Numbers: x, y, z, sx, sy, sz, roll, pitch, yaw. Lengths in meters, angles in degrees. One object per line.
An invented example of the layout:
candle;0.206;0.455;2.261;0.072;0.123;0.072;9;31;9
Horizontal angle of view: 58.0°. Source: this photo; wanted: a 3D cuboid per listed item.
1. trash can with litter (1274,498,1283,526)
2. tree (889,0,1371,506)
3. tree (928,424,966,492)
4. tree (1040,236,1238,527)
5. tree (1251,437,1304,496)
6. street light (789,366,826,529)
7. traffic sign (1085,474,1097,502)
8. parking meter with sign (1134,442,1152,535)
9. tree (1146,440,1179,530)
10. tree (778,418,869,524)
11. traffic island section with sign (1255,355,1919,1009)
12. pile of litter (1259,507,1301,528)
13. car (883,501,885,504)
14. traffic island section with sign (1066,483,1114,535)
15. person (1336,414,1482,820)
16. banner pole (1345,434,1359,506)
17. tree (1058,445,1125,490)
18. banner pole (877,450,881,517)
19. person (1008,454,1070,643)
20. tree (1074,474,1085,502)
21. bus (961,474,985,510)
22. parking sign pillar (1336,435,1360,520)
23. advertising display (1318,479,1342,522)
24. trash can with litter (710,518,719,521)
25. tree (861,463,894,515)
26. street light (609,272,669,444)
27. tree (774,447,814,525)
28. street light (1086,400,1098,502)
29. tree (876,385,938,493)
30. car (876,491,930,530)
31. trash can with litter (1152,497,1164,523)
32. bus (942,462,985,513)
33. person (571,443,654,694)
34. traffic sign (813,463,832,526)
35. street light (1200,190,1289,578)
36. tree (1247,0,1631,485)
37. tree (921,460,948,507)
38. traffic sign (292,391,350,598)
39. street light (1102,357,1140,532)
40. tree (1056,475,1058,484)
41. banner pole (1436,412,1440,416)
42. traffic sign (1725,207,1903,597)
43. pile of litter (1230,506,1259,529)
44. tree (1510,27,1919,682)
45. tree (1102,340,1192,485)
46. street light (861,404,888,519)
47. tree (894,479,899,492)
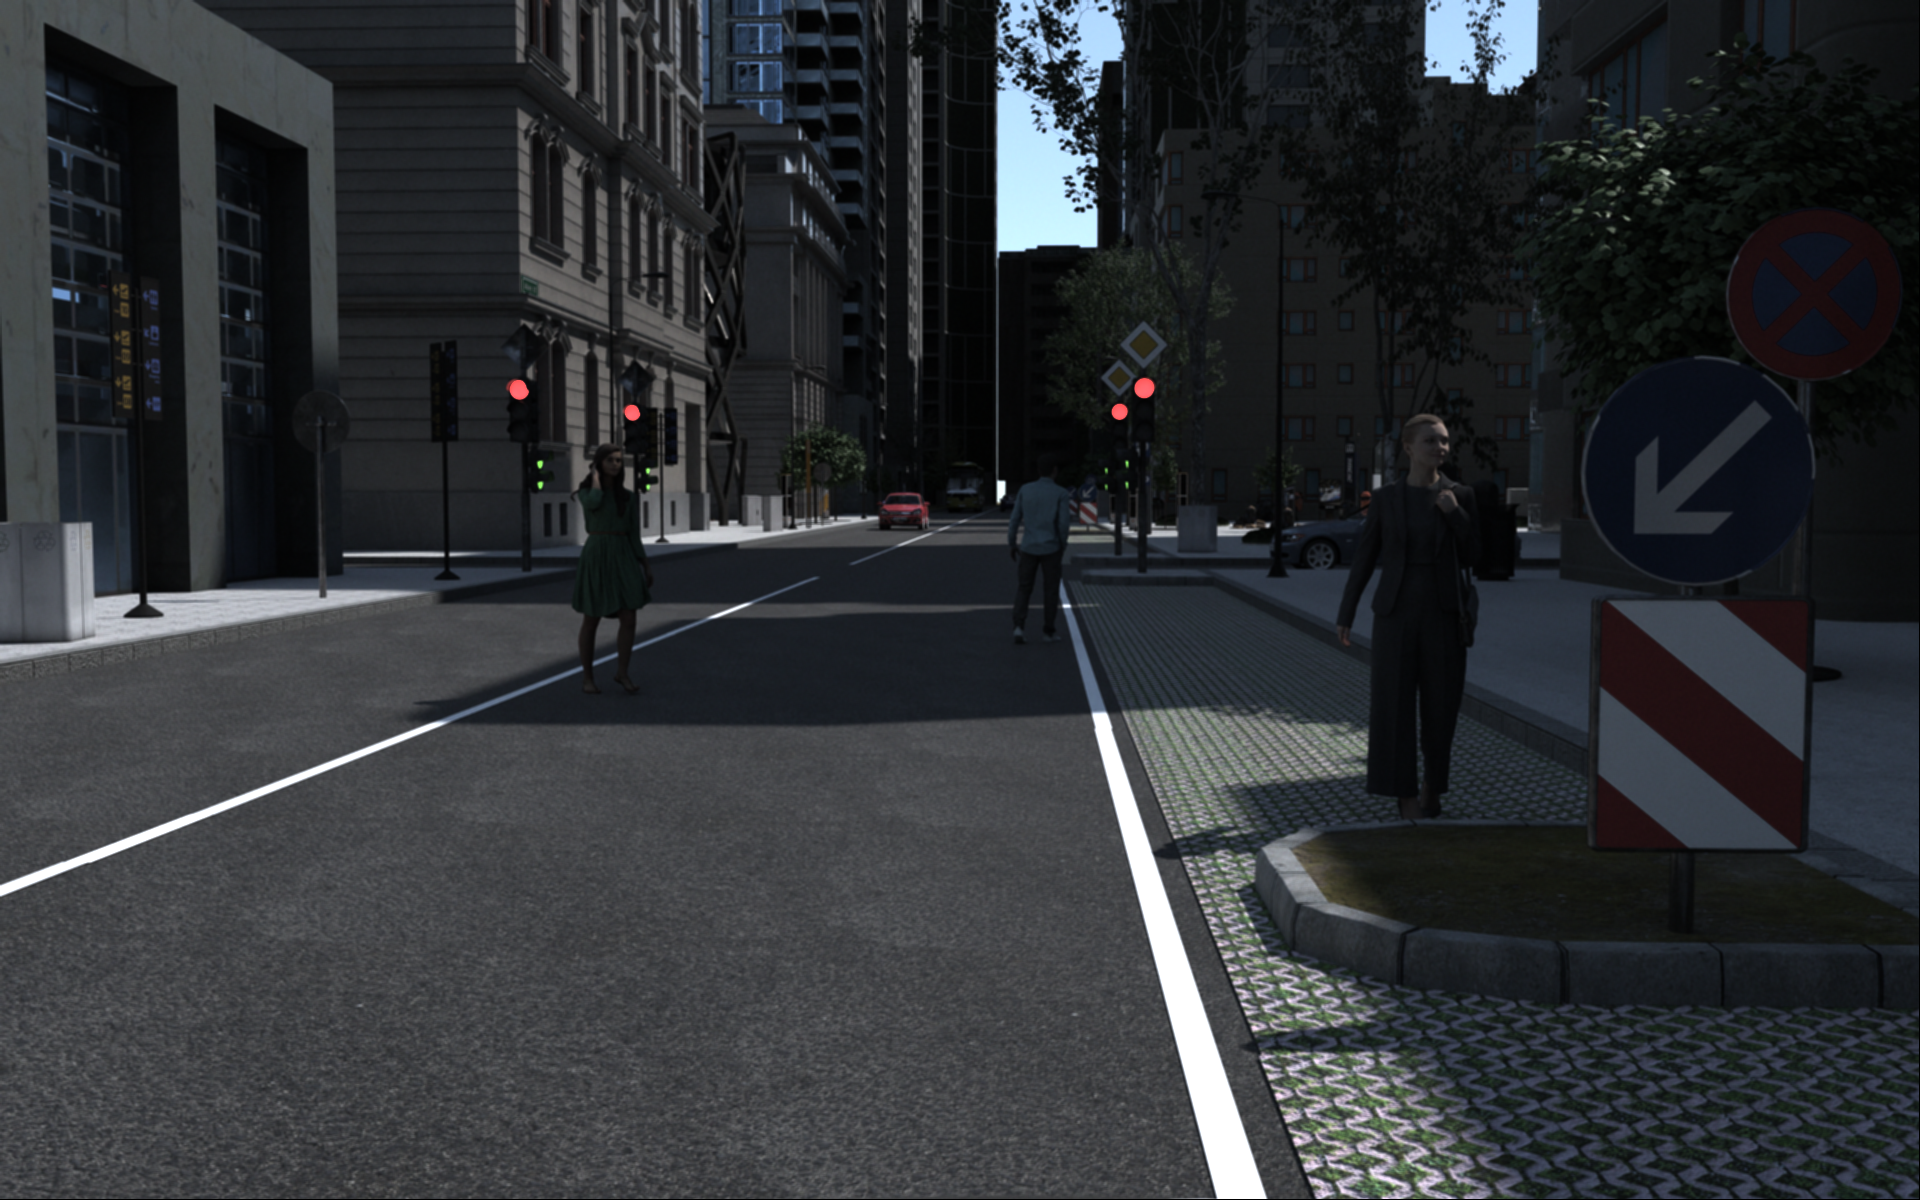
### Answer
trash can with litter;9.460;-2.444;51.021;1.678;1.210;2.233;0;4;5
tree;5.058;-11.568;45.027;12.611;20.169;13.585;0;3;0
tree;-1.260;-14.094;180.797;4.737;8.622;4.395;0;3;0
tree;6.915;-8.745;68.734;9.928;11.665;9.643;0;3;0
tree;10.693;-3.941;59.044;1.663;3.219;1.824;0;3;0
street light;-5.550;-5.528;62.918;1.470;5.913;1.316;0;4;2
traffic sign;8.345;-6.743;110.359;0.768;2.556;0.104;1;4;9
parking meter with sign;5.892;-3.622;55.487;0.543;3.016;1.738;0;4;1
tree;7.456;-4.145;62.372;1.663;3.219;1.824;0;3;0
tree;-6.142;-5.559;74.605;4.285;4.588;4.351;0;3;0
traffic island section with sign;2.044;0.176;5.757;1.989;1.847;2.006;0;4;2
pile of litter;10.797;-2.600;56.474;1.719;0.858;1.176;0;4;-1
car;-2.582;-4.329;80.367;1.945;1.707;3.694;0;4;2
traffic island section with sign;4.369;-3.191;60.793;1.989;1.847;2.006;0;4;2
person;1.957;0.087;7.492;0.576;1.772;0.534;0;4;-7
banner pole;16.331;-5.016;72.026;0.401;3.779;0.863;-3;5;-41
tree;9.663;-8.134;116.703;4.285;4.588;4.351;0;3;0
banner pole;-4.636;-6.671;99.085;0.401;3.779;0.863;-1;4;-17
person;0.743;-0.500;16.692;0.660;1.820;0.620;1;4;20
tree;10.334;-9.308;146.780;1.663;3.219;1.824;0;3;0
bus;0.666;-10.000;155.042;2.896;3.916;12.252;0;4;4
parking sign pillar;18.045;-5.579;79.682;1.447;3.967;1.447;2;4;25
advertising display;16.121;-4.297;75.465;0.974;1.923;0.123;1;4;18
trash can with litter;-11.879;-4.346;82.112;1.678;1.210;2.233;1;4;14
tree;-5.336;-6.854;106.660;1.663;3.219;1.824;0;3;0
street light;-6.779;-3.906;36.404;1.470;5.913;1.316;0;4;2
tree;-7.032;-4.671;70.975;1.663;3.219;1.824;0;3;0
street light;6.865;-6.866;84.802;1.470;5.913;1.316;0;4;2
tree;-3.567;-10.235;117.705;4.360;8.622;3.978;0;3;0
car;-2.264;-3.734;70.084;2.155;1.783;4.494;0;4;2
trash can with litter;8.909;-4.022;77.144;1.055;1.170;0.624;-3;5;-44
bus;0.440;-8.824;135.818;2.896;3.916;12.252;0;4;3
person;-2.525;-0.226;12.449;0.529;1.795;0.600;3;5;42
traffic sign;-5.586;-4.292;70.275;0.768;2.556;0.104;1;4;10
street light;4.374;-3.309;26.639;1.470;5.913;1.316;0;4;2
tree;5.501;-4.328;21.130;4.360;8.622;3.978;0;3;0
tree;-2.075;-11.244;167.547;4.285;4.588;4.351;0;3;0
traffic sign;-7.877;-1.299;21.342;0.768;2.556;0.104;1;4;9
street light;5.540;-5.268;58.674;1.470;5.913;1.316;0;4;2
tree;11.753;-12.091;181.403;4.285;4.588;4.351;0;3;0
banner pole;14.289;-3.819;52.460;0.863;3.779;0.401;-2;4;-34
traffic sign;3.800;-0.471;7.800;0.768;2.556;0.104;0;4;3
pile of litter;10.926;-3.098;64.614;1.719;0.858;1.176;1;4;10
tree;5.621;-1.753;12.380;4.285;4.588;4.351;0;3;0
tree;8.626;-7.882;79.231;4.737;8.622;4.395;0;3;0
street light;-4.409;-7.126;89.053;1.470;5.913;1.316;0;4;2
tree;-4.707;-7.257;113.253;1.663;3.219;1.824;0;3;0
